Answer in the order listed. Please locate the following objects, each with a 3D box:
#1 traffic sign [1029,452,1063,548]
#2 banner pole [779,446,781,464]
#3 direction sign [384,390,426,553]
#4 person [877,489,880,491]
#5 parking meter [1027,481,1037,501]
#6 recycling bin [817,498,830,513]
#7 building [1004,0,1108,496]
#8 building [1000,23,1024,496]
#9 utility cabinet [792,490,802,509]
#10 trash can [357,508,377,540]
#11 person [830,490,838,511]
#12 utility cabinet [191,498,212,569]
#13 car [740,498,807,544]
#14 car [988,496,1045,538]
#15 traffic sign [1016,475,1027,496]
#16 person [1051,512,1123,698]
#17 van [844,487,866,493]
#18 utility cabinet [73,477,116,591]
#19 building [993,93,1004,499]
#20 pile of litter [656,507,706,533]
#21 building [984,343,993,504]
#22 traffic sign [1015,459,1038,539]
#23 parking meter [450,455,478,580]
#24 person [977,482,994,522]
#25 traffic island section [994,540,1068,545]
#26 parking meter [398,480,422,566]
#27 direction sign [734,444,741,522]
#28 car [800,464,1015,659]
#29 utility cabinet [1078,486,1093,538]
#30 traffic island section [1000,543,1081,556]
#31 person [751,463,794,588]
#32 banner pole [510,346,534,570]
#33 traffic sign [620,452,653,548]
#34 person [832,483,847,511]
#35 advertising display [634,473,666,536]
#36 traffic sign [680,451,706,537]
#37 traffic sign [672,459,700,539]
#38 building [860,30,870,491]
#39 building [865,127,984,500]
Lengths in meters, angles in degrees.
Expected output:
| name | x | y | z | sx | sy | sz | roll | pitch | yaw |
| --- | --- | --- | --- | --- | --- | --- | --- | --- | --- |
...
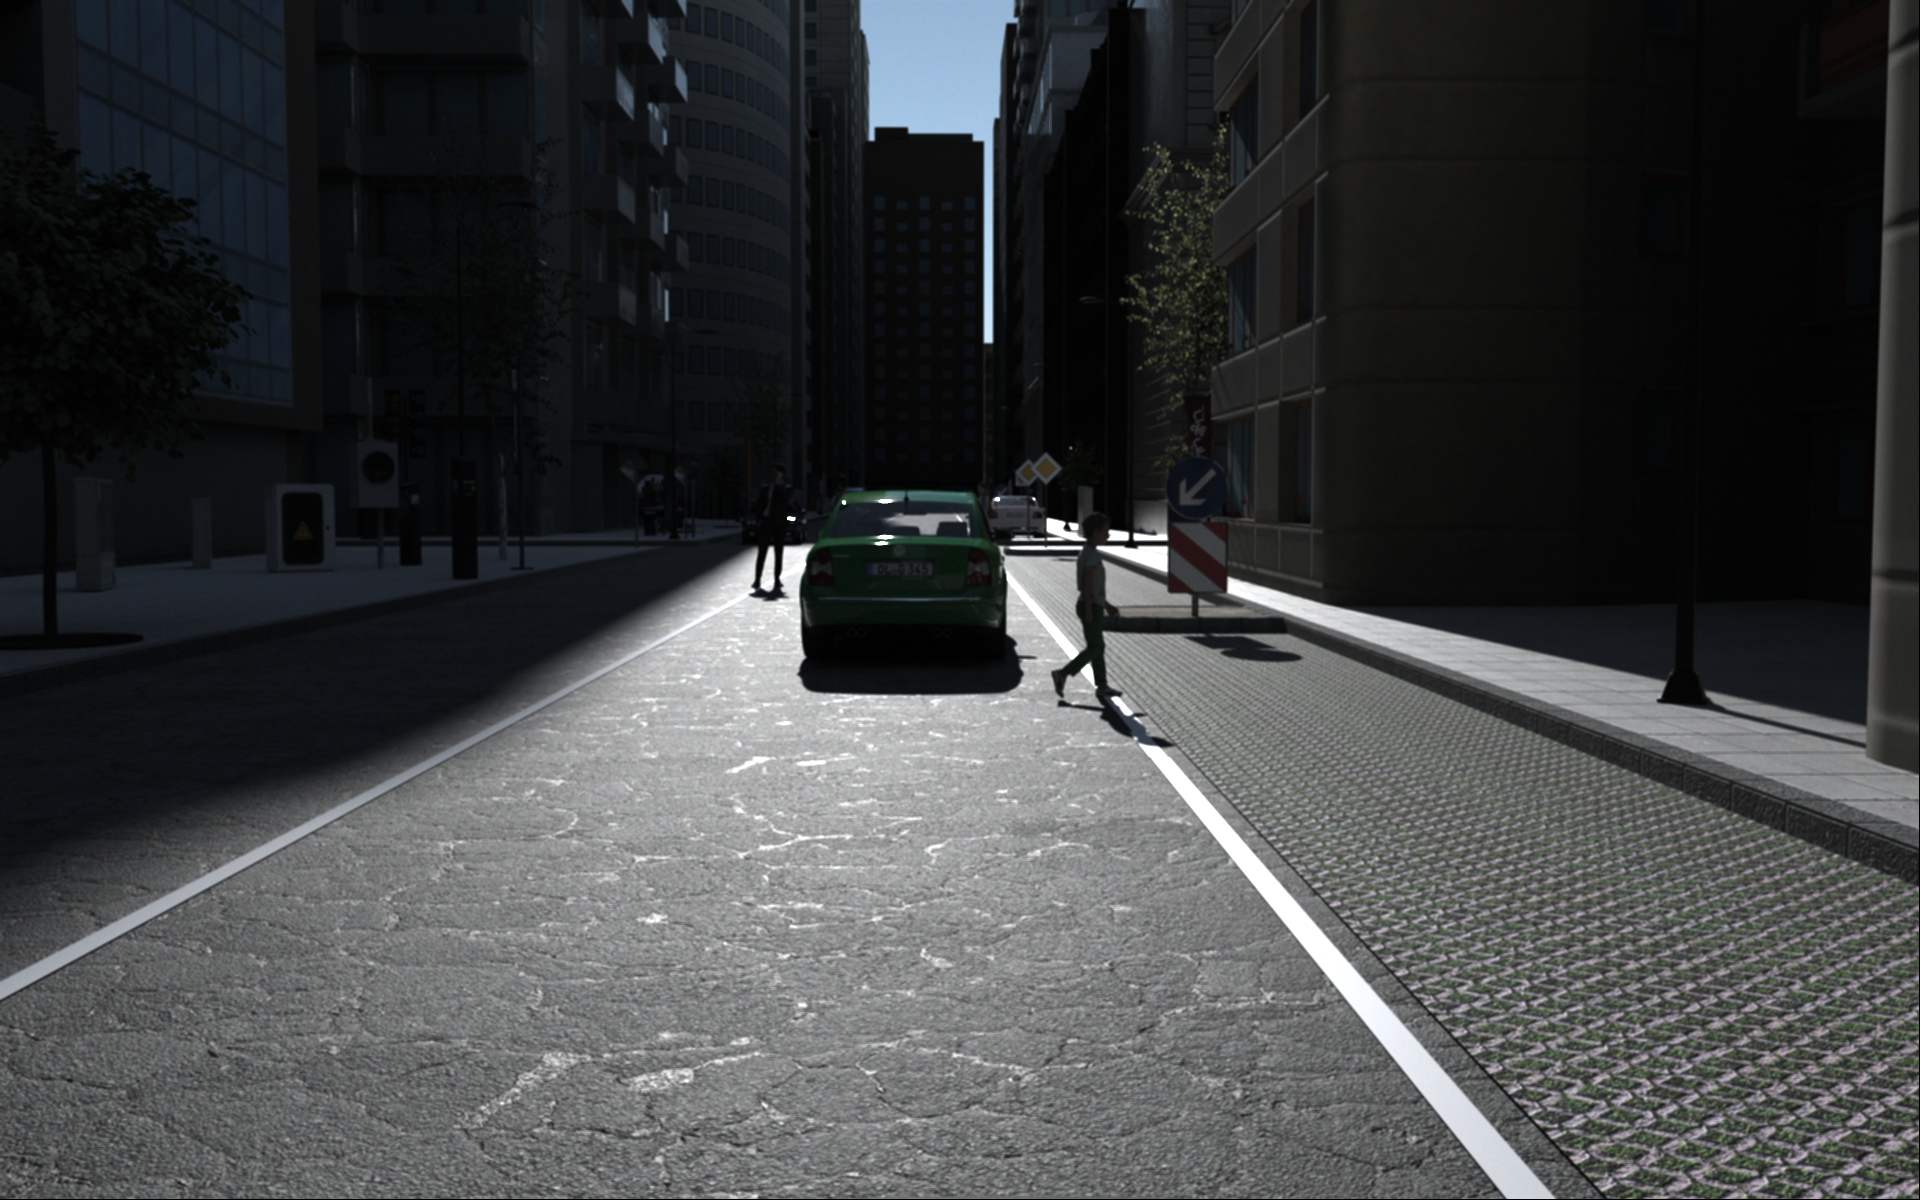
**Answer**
| name | x | y | z | sx | sy | sz | roll | pitch | yaw |
| --- | --- | --- | --- | --- | --- | --- | --- | --- | --- |
| traffic sign | 2.038 | -2.292 | 41.108 | 0.795 | 2.450 | 0.064 | 0 | 4 | -1 |
| banner pole | -9.190 | -6.030 | 88.605 | 0.401 | 3.779 | 0.863 | -1 | 4 | -10 |
| direction sign | -12.042 | -2.793 | 37.665 | 0.876 | 3.537 | 0.379 | 0 | 4 | 2 |
| person | -6.083 | -7.373 | 129.146 | 1.348 | 1.812 | 0.705 | 0 | 4 | 1 |
| parking meter | 3.141 | -4.292 | 75.883 | 0.399 | 1.863 | 0.255 | 1 | 4 | 16 |
| recycling bin | -9.263 | -6.430 | 117.682 | 0.722 | 1.027 | 0.722 | 1 | 4 | 17 |
| building | 15.773 | -31.883 | 140.887 | 23.786 | 49.044 | 30.456 | 0 | 4 | -1 |
| building | 10.959 | -31.383 | 163.229 | 14.600 | 45.320 | 14.200 | 0 | 4 | -1 |
| utility cabinet | -8.330 | -4.792 | 87.024 | 0.318 | 1.500 | 1.173 | 1 | 4 | 22 |
| trash can | -16.713 | -2.281 | 48.946 | 0.748 | 1.137 | 0.748 | 0 | 3 | 0 |
| person | -4.717 | -3.386 | 65.672 | 0.330 | 1.601 | 0.589 | 1 | 4 | 23 |
| utility cabinet | -13.119 | -1.149 | 29.943 | 0.306 | 1.237 | 1.020 | -1 | 4 | -22 |
| car | -5.444 | -2.343 | 50.891 | 1.945 | 1.354 | 3.894 | 0 | 4 | -2 |
| car | 1.670 | -2.526 | 53.661 | 2.083 | 1.381 | 4.827 | 0 | 4 | 1 |
| traffic sign | 3.220 | -5.442 | 91.114 | 0.606 | 2.300 | 0.079 | 0 | 4 | 4 |
| person | 0.890 | 0.037 | 12.151 | 0.590 | 1.304 | 0.306 | -2 | 4 | -25 |
| van | -6.079 | -5.618 | 98.861 | 2.013 | 2.044 | 4.112 | 0 | 4 | 0 |
| utility cabinet | -11.548 | -0.885 | 23.148 | 0.318 | 1.500 | 1.173 | -1 | 4 | -18 |
| building | 10.993 | -30.214 | 177.586 | 14.154 | 41.232 | 14.086 | 0 | 4 | -1 |
| pile of litter | -9.254 | -2.648 | 57.264 | 1.719 | 0.858 | 1.176 | 0 | 4 | -3 |
| building | 17.518 | -23.114 | 222.953 | 28.899 | 21.520 | 27.650 | 0 | 4 | -1 |
| traffic sign | 1.939 | -2.780 | 49.093 | 0.795 | 2.450 | 0.064 | 0 | 4 | -1 |
| parking meter | -7.473 | -1.248 | 26.113 | 0.255 | 1.863 | 0.399 | -3 | 5 | -42 |
| person | 0.500 | -1.778 | 38.571 | 0.522 | 1.701 | 0.512 | -1 | 4 | -21 |
| traffic island section | 1.963 | -1.645 | 49.170 | 2.009 | 0.180 | 2.903 | 0 | 4 | -1 |
| parking meter | -9.908 | -1.394 | 31.207 | 0.372 | 1.533 | 0.369 | 0 | 3 | 0 |
| direction sign | -10.134 | -5.321 | 78.989 | 0.379 | 3.537 | 0.876 | 0 | 4 | -7 |
| car | -0.451 | -0.467 | 16.433 | 1.959 | 1.807 | 4.718 | 0 | 4 | 1 |
| utility cabinet | 3.671 | -2.560 | 50.536 | 0.318 | 1.500 | 1.173 | 0 | 4 | -3 |
| traffic island section | 2.062 | -1.156 | 41.186 | 2.009 | 0.180 | 2.903 | 0 | 4 | -1 |
| person | -2.884 | -1.152 | 26.703 | 0.648 | 1.900 | 0.474 | 0 | 4 | 1 |
| banner pole | -7.434 | -2.391 | 29.109 | 0.401 | 3.779 | 0.863 | 0 | 4 | -3 |
| traffic sign | -7.656 | -2.285 | 41.009 | 0.795 | 2.450 | 0.064 | 0 | 4 | -1 |
| person | -4.287 | -3.265 | 61.888 | 0.555 | 1.821 | 0.388 | 0 | 4 | 4 |
| advertising display | -9.543 | -2.941 | 53.302 | 0.974 | 1.923 | 0.123 | 0 | 4 | 1 |
| traffic sign | -7.889 | -3.123 | 51.167 | 0.768 | 2.556 | 0.104 | 0 | 4 | 6 |
| traffic sign | -7.754 | -2.774 | 48.994 | 0.795 | 2.450 | 0.064 | 0 | 4 | -1 |
| building | -25.585 | -41.398 | 218.848 | 28.212 | 58.520 | 21.231 | 0 | 4 | -1 |
| building | -4.321 | -34.532 | 214.707 | 14.200 | 45.320 | 14.600 | 0 | 4 | -1 |
